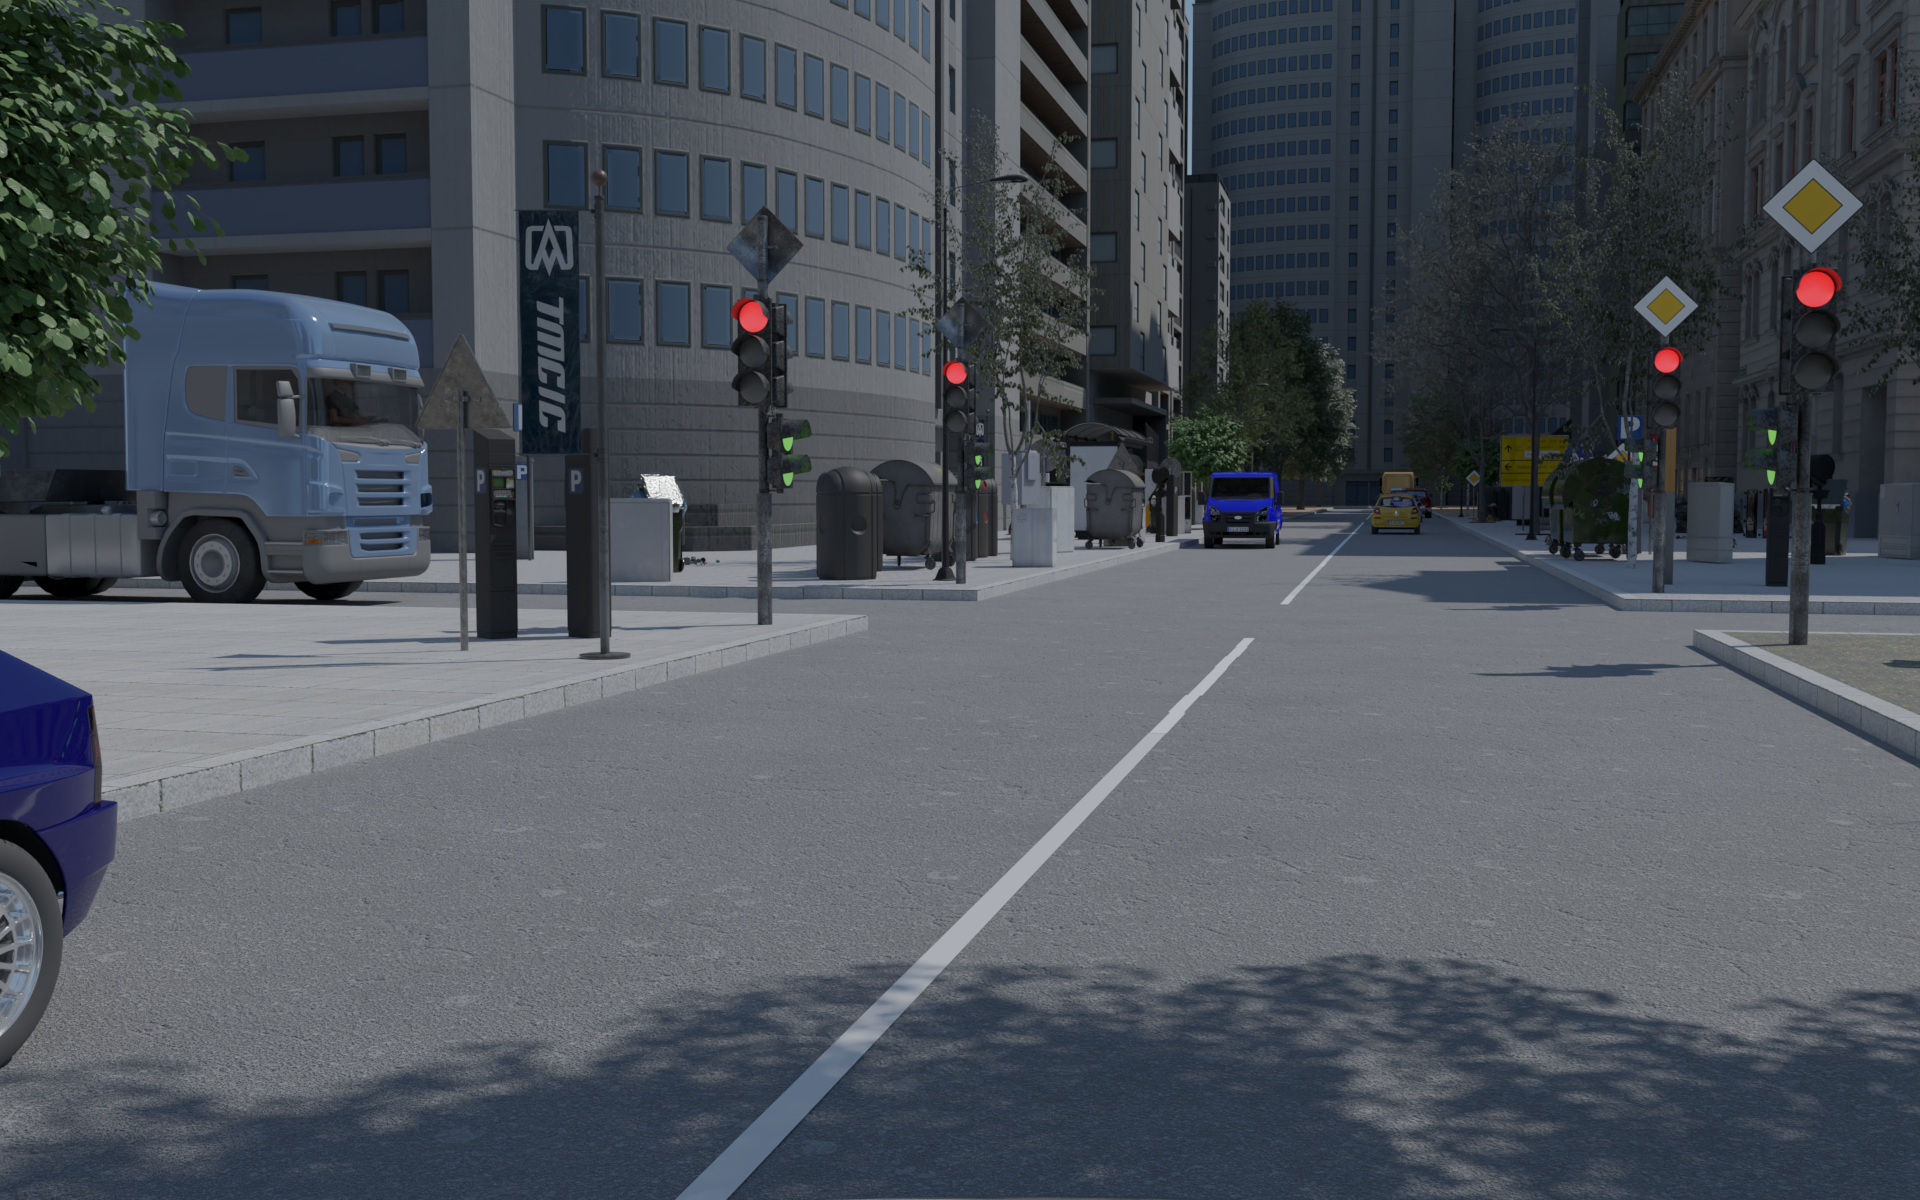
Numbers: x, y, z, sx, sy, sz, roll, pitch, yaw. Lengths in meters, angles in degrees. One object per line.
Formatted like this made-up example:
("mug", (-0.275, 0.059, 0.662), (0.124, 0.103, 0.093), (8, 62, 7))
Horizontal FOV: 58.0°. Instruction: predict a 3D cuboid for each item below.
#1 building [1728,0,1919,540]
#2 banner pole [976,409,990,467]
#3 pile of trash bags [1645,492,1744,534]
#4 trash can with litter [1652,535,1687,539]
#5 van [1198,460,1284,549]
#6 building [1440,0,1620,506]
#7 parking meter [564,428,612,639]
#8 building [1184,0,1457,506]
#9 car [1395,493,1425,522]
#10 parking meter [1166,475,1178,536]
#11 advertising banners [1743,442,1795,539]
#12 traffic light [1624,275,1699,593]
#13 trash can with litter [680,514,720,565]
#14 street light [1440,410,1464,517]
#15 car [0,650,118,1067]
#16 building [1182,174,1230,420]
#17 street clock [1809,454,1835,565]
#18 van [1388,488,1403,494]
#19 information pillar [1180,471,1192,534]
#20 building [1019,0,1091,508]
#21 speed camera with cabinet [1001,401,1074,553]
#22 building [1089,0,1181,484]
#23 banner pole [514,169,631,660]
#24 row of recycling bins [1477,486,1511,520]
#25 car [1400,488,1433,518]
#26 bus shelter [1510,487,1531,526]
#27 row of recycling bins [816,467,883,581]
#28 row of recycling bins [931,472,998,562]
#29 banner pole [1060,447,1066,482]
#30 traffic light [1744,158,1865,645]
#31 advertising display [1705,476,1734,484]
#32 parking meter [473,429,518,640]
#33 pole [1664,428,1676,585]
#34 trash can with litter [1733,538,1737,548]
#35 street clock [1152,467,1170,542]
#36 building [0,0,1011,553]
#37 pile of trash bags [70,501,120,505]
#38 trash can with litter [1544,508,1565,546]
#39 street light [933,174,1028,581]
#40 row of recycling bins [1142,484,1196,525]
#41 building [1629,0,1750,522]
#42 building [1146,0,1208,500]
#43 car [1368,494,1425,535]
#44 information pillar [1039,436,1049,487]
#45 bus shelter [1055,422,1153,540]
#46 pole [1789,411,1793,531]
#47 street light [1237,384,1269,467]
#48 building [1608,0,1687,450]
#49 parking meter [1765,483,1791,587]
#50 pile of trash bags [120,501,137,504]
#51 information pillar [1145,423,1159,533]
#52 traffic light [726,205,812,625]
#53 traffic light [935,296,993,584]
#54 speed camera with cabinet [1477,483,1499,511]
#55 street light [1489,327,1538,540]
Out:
("building", (33.907, -16.393, 55.408), (14.401, 28.519, 23.554), (1, 4, 14))
("banner pole", (0.679, -3.735, 51.077), (0.401, 3.779, 0.863), (2, 4, 35))
("pile of trash bags", (24.225, -2.914, 57.391), (1.912, 1.369, 3.447), (-2, 4, -31))
("trash can with litter", (20.957, -2.357, 49.594), (2.233, 1.210, 1.678), (1, 4, 20))
("van", (7.766, -2.629, 47.376), (2.240, 2.365, 5.245), (1, 4, 13))
("building", (68.152, -39.580, 189.136), (28.212, 58.520, 21.231), (1, 4, 14))
("parking meter", (-3.331, -0.599, 15.502), (0.399, 1.863, 0.255), (3, 5, 44))
("building", (40.770, -40.043, 196.707), (28.212, 58.520, 21.231), (1, 4, 14))
("car", (22.836, -4.844, 88.783), (1.945, 1.707, 3.694), (1, 4, 14))
("parking meter", (6.437, -2.864, 52.533), (0.255, 1.863, 0.399), (2, 4, 30))
("advertising banners", (23.255, -3.277, 49.768), (0.090, 3.025, 2.074), (-1, 4, -12))
("traffic light", (9.070, -2.049, 22.428), (0.839, 4.253, 0.868), (1, 4, 14))
("trash can with litter", (-5.237, -1.278, 31.947), (1.678, 1.210, 2.233), (-1, 4, -20))
("street light", (27.095, -7.514, 95.391), (1.470, 5.913, 1.316), (1, 4, 14))
("car", (-3.562, 0.576, 3.164), (1.945, 1.354, 3.894), (1, 4, 16))
("building", (17.561, -23.747, 159.972), (14.107, 30.474, 14.160), (1, 4, 14))
("street clock", (15.649, -1.650, 31.547), (0.471, 2.002, 0.358), (-1, 4, -19))
("van", (29.949, -6.801, 118.214), (2.013, 2.044, 4.112), (1, 4, 13))
("information pillar", (7.327, -3.166, 56.263), (0.304, 2.012, 0.304), (-1, 4, -16))
("building", (-5.589, -28.450, 88.867), (21.300, 48.544, 21.600), (1, 4, 14))
("speed camera with cabinet", (1.695, -2.635, 37.413), (0.660, 3.252, 2.038), (3, 4, 37))
("building", (0.044, -32.198, 115.672), (28.713, 52.752, 27.495), (1, 4, 14))
("banner pole", (-3.015, -1.434, 13.471), (0.863, 3.779, 0.401), (0, 4, 0))
("row of recycling bins", (26.583, -4.765, 85.023), (3.534, 1.692, 1.069), (-3, 5, -44))
("car", (27.401, -5.866, 104.587), (2.281, 1.827, 5.304), (1, 4, 13))
("bus shelter", (22.563, -4.521, 67.847), (2.014, 3.302, 5.546), (1, 4, 14))
("row of recycling bins", (-1.749, -1.240, 27.386), (1.069, 1.692, 3.534), (0, 4, 0))
("row of recycling bins", (0.071, -1.674, 34.486), (1.069, 1.692, 3.534), (1, 4, 10))
("banner pole", (4.758, -5.574, 81.147), (0.863, 3.779, 0.401), (3, 5, 40))
("traffic light", (7.139, -1.575, 14.679), (0.839, 4.253, 0.868), (1, 4, 14))
("advertising display", (27.741, -3.555, 63.339), (0.974, 1.923, 0.123), (1, 4, 20))
("parking meter", (-4.127, -0.592, 15.398), (0.255, 1.863, 0.399), (-3, 4, -39))
("pole", (10.024, -1.876, 24.510), (0.158, 3.312, 0.155), (0, 3, 0))
("trash can with litter", (18.296, -1.843, 41.521), (0.624, 1.170, 1.055), (0, 4, -4))
("street clock", (5.324, -2.535, 46.022), (0.471, 2.002, 0.358), (-3, 5, -41))
("building", (-11.400, -31.091, 50.335), (21.231, 58.520, 28.212), (1, 4, 14))
("pile of trash bags", (-40.953, -4.301, 80.079), (3.447, 1.369, 1.912), (2, 4, 29))
("trash can with litter", (14.801, -1.937, 43.057), (0.624, 1.170, 1.055), (0, 4, -1))
("street light", (0.307, -3.233, 25.397), (1.470, 5.913, 1.316), (1, 4, 14))
("row of recycling bins", (8.007, -3.961, 71.878), (3.534, 1.692, 1.069), (1, 4, 12))
("building", (38.790, -17.268, 79.587), (12.463, 27.353, 25.104), (1, 4, 14))
("building", (9.349, -42.782, 137.744), (20.563, 71.187, 20.611), (1, 4, 14))
("car", (15.788, -3.208, 62.668), (2.015, 1.641, 3.980), (1, 4, 14))
("information pillar", (3.339, -4.725, 68.602), (0.504, 3.616, 0.183), (3, 5, 40))
("bus shelter", (4.330, -3.504, 51.210), (2.014, 3.302, 5.546), (1, 4, 14))
("pole", (20.347, -2.984, 42.632), (0.158, 3.312, 0.155), (0, 3, 0))
("street light", (12.278, -6.150, 73.097), (1.470, 5.913, 1.316), (1, 4, 14))
("building", (44.719, -20.061, 99.697), (14.160, 30.474, 14.107), (1, 4, 14))
("parking meter", (11.364, -1.122, 24.053), (0.255, 1.863, 0.399), (1, 4, 19))
("pile of trash bags", (-40.835, -4.811, 88.404), (3.447, 1.369, 1.912), (2, 4, 29))
("information pillar", (6.335, -4.035, 57.323), (0.504, 3.616, 0.183), (-2, 4, -27))
("traffic light", (-1.901, -1.712, 16.906), (0.839, 4.253, 0.868), (1, 4, 14))
("traffic light", (0.030, -2.186, 24.655), (0.839, 4.253, 0.868), (1, 4, 14))
("speed camera with cabinet", (29.033, -6.095, 93.996), (2.038, 3.252, 0.660), (-2, 4, -29))
("street light", (15.416, -4.632, 48.268), (1.470, 5.913, 1.316), (1, 4, 14))
